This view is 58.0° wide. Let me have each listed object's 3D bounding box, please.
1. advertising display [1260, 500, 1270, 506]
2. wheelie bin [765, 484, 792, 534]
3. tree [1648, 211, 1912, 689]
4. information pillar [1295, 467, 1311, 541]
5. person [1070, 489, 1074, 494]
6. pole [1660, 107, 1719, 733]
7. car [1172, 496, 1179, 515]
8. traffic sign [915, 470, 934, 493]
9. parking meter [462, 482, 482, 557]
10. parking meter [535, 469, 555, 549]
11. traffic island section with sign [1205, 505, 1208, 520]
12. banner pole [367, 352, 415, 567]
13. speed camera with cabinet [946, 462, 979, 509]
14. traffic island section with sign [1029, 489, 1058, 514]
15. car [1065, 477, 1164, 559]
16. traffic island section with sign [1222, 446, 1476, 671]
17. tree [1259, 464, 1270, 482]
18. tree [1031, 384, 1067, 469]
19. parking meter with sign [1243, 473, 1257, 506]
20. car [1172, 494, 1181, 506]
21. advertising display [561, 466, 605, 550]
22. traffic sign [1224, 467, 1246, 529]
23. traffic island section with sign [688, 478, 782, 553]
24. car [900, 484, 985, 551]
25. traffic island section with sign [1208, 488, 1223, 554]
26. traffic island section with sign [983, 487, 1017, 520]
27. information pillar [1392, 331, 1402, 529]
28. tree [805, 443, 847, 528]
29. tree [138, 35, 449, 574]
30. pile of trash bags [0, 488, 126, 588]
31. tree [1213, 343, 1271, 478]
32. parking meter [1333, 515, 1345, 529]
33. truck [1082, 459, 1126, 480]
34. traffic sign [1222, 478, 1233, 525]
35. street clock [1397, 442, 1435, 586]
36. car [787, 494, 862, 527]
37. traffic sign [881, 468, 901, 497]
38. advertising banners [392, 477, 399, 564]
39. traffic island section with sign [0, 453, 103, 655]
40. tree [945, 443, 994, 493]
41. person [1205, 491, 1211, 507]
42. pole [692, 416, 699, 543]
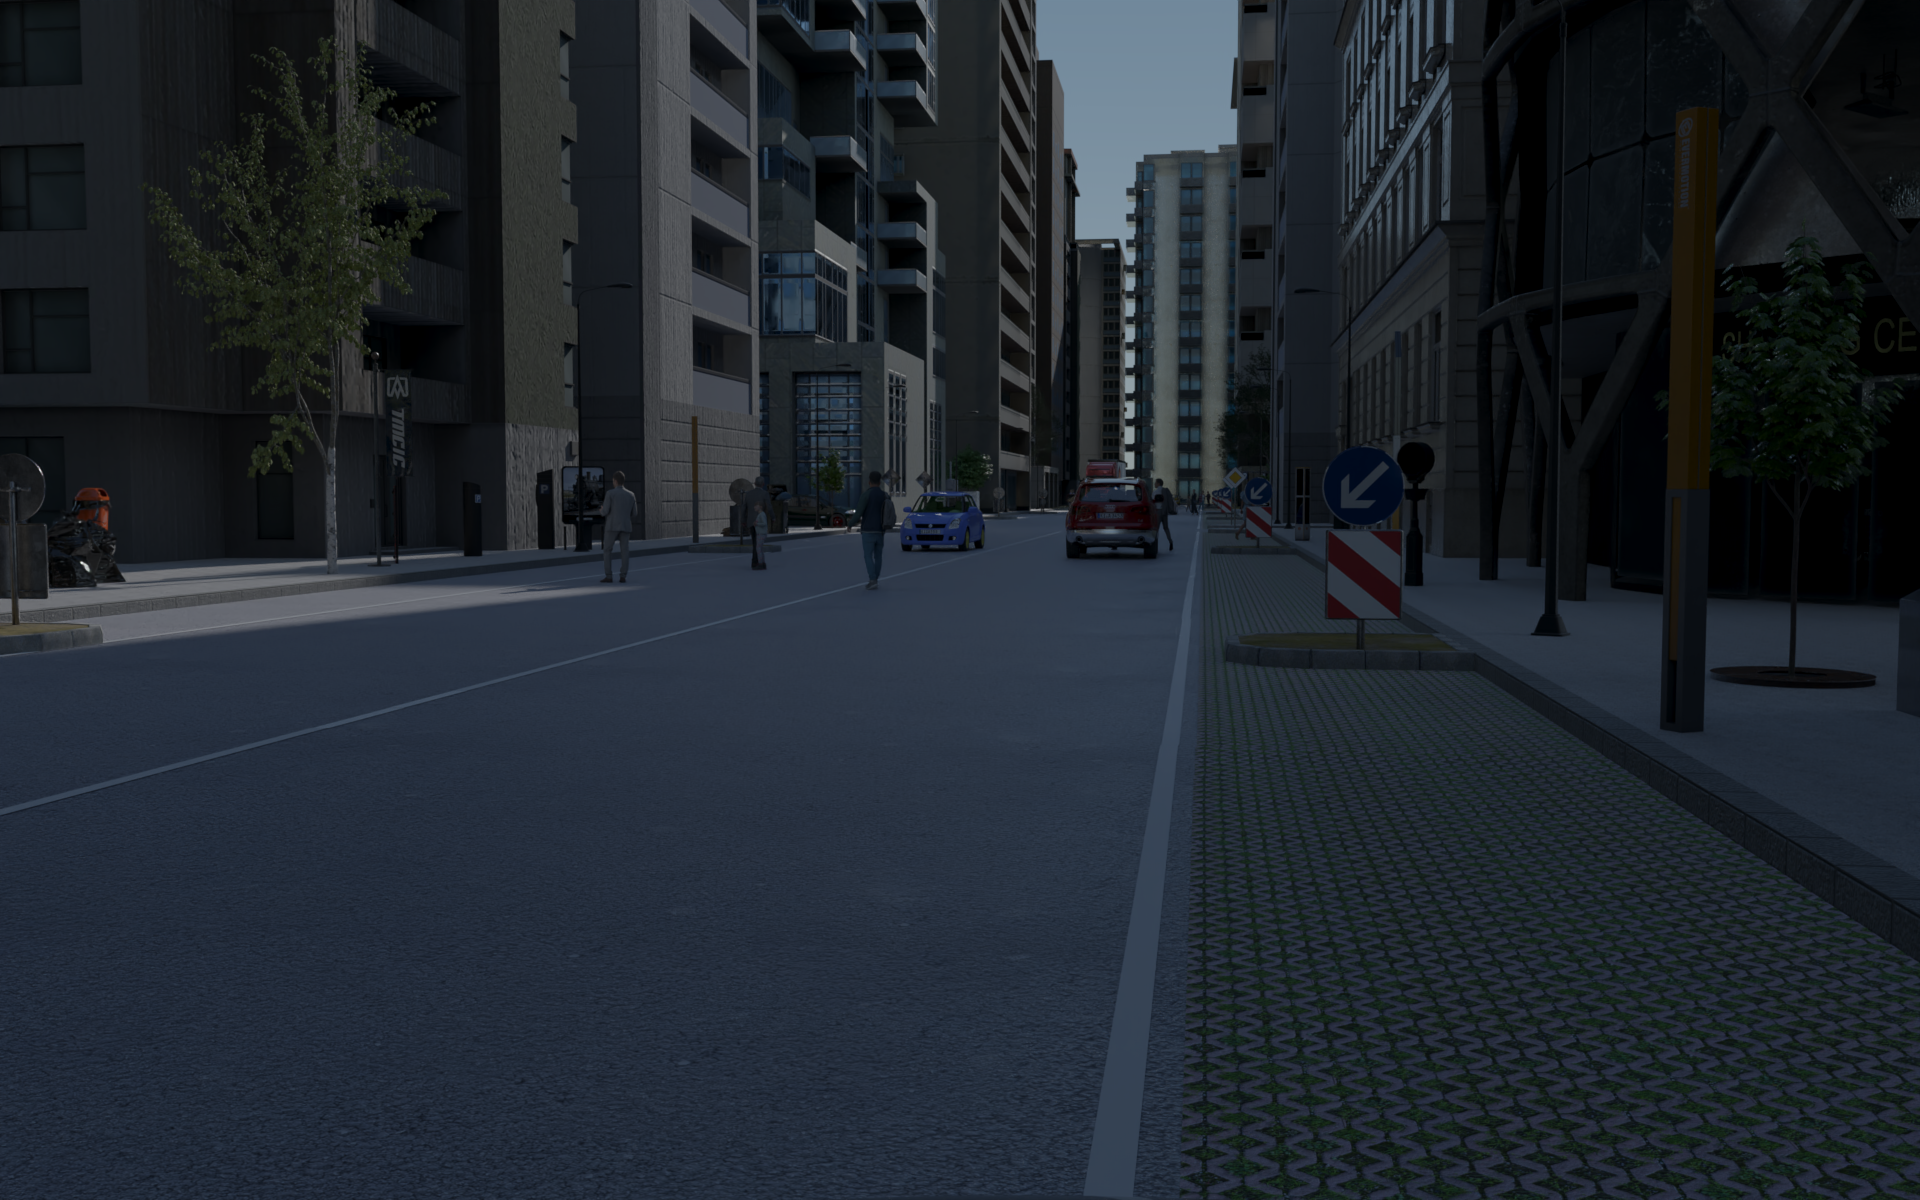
[{"bbox_3d":[16.851,-5.551,95.972,0.974,1.923,0.123,-2,4,-35],"label":"advertising display"},{"bbox_3d":[-5.897,-2.939,55.958,0.980,1.594,0.693,1,4,11],"label":"wheelie bin"},{"bbox_3d":[5.846,-1.056,11.875,1.663,3.219,1.824,0,3,0],"label":"tree"},{"bbox_3d":[9.405,-2.631,47.516,0.304,2.012,0.304,-3,5,-43],"label":"information pillar"},{"bbox_3d":[9.933,-8.782,151.949,0.709,1.838,0.599,-3,4,-37],"label":"person"},{"bbox_3d":[3.915,-0.945,9.296,0.158,3.312,0.155,0,3,0],"label":"pole"},{"bbox_3d":[14.158,-6.619,120.584,2.083,1.381,4.827,1,4,10],"label":"car"},{"bbox_3d":[-1.511,-4.278,73.589,0.795,2.450,0.064,0,4,8],"label":"traffic sign"},{"bbox_3d":[-10.034,-1.666,35.649,0.372,1.533,0.369,0,3,0],"label":"parking meter"},{"bbox_3d":[-9.624,-2.108,40.178,0.399,1.863,0.255,0,4,-2],"label":"parking meter"},{"bbox_3d":[14.780,-5.389,96.739,1.989,1.847,2.006,0,4,8],"label":"traffic island section with sign"},{"bbox_3d":[-10.088,-2.486,30.660,0.863,3.779,0.401,0,4,-1],"label":"banner pole"},{"bbox_3d":[0.136,-6.811,105.692,2.038,3.252,0.660,1,4,18],"label":"speed camera with cabinet"},{"bbox_3d":[6.038,-7.129,125.187,1.989,1.847,2.006,0,4,8],"label":"traffic island section with sign"},{"bbox_3d":[3.565,-1.920,40.058,2.281,1.827,5.304,0,4,7],"label":"car"},{"bbox_3d":[3.309,-0.389,14.991,1.989,1.847,2.006,0,4,8],"label":"traffic island section with sign"},{"bbox_3d":[16.881,-6.051,93.528,1.663,3.219,1.824,0,3,0],"label":"tree"},{"bbox_3d":[4.387,-12.427,137.589,8.767,10.594,7.601,0,4,7],"label":"tree"},{"bbox_3d":[23.955,-8.905,141.856,1.738,3.016,0.543,-2,4,-35],"label":"parking meter with sign"},{"bbox_3d":[26.655,-12.617,216.516,2.015,1.641,3.980,1,4,8],"label":"car"},{"bbox_3d":[-8.645,-2.112,39.753,0.974,1.923,0.123,-1,4,-20],"label":"advertising display"},{"bbox_3d":[10.145,-3.684,63.875,0.795,2.450,0.064,0,4,8],"label":"traffic sign"},{"bbox_3d":[-5.507,-2.098,42.930,1.989,1.847,2.006,0,4,8],"label":"traffic island section with sign"},{"bbox_3d":[-0.427,-2.133,44.468,1.945,1.707,3.694,1,4,10],"label":"car"},{"bbox_3d":[7.053,-2.022,41.686,1.989,1.847,2.006,0,4,8],"label":"traffic island section with sign"},{"bbox_3d":[2.215,-5.465,97.973,1.989,1.847,2.006,0,4,8],"label":"traffic island section with sign"},{"bbox_3d":[6.234,-2.042,24.742,0.183,3.616,0.504,1,4,12],"label":"information pillar"},{"bbox_3d":[-4.795,-4.331,65.420,1.663,3.219,1.824,0,3,0],"label":"tree"},{"bbox_3d":[-10.312,-4.722,27.560,4.737,8.622,4.395,0,3,0],"label":"tree"},{"bbox_3d":[-13.032,-0.932,24.999,1.912,1.369,3.447,-1,4,-8],"label":"pile of trash bags"},{"bbox_3d":[19.028,-10.597,107.667,7.601,10.594,8.767,-2,4,-28],"label":"tree"},{"bbox_3d":[10.565,-2.600,48.229,0.255,1.863,0.399,2,4,24],"label":"parking meter"},{"bbox_3d":[11.924,-9.365,142.028,2.839,4.237,11.283,1,4,10],"label":"truck"},{"bbox_3d":[11.255,-4.168,71.782,0.795,2.450,0.064,0,4,8],"label":"traffic sign"},{"bbox_3d":[6.339,-1.196,24.129,0.358,2.002,0.471,-3,5,-43],"label":"street clock"},{"bbox_3d":[-5.983,-3.671,69.810,4.222,1.686,2.009,0,4,7],"label":"car"},{"bbox_3d":[-2.621,-3.794,65.681,0.795,2.450,0.064,0,4,8],"label":"traffic sign"},{"bbox_3d":[-10.444,-2.193,32.037,0.090,3.025,2.074,-1,4,-19],"label":"advertising banners"},{"bbox_3d":[-9.259,-0.465,16.226,1.989,1.847,2.006,0,4,8],"label":"traffic island section with sign"},{"bbox_3d":[0.612,-7.712,109.799,4.285,4.588,4.351,0,3,0],"label":"tree"},{"bbox_3d":[27.418,-11.209,192.289,0.750,1.759,0.617,-1,4,-16],"label":"person"},{"bbox_3d":[-6.936,-3.152,45.384,0.158,3.312,0.155,0,3,0],"label":"pole"}]
